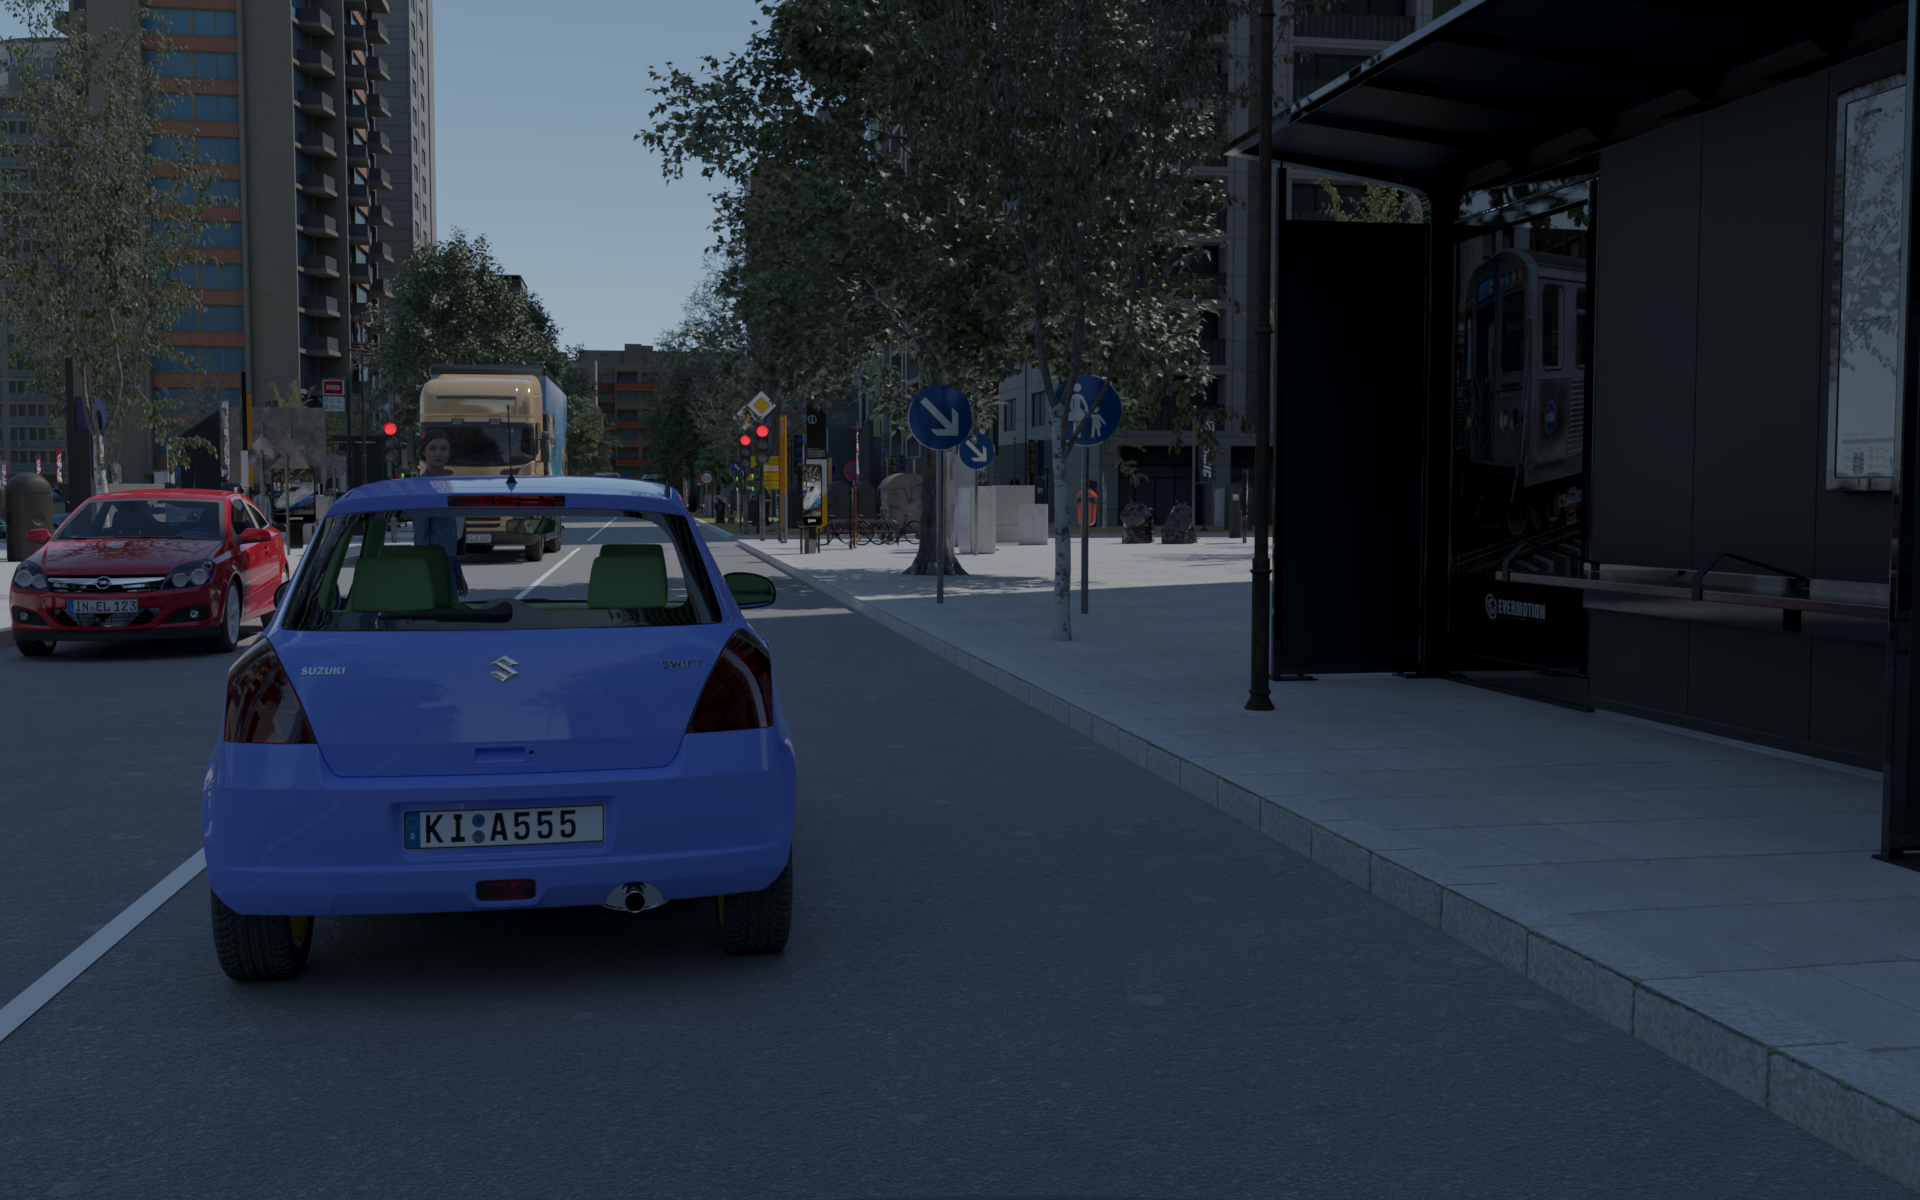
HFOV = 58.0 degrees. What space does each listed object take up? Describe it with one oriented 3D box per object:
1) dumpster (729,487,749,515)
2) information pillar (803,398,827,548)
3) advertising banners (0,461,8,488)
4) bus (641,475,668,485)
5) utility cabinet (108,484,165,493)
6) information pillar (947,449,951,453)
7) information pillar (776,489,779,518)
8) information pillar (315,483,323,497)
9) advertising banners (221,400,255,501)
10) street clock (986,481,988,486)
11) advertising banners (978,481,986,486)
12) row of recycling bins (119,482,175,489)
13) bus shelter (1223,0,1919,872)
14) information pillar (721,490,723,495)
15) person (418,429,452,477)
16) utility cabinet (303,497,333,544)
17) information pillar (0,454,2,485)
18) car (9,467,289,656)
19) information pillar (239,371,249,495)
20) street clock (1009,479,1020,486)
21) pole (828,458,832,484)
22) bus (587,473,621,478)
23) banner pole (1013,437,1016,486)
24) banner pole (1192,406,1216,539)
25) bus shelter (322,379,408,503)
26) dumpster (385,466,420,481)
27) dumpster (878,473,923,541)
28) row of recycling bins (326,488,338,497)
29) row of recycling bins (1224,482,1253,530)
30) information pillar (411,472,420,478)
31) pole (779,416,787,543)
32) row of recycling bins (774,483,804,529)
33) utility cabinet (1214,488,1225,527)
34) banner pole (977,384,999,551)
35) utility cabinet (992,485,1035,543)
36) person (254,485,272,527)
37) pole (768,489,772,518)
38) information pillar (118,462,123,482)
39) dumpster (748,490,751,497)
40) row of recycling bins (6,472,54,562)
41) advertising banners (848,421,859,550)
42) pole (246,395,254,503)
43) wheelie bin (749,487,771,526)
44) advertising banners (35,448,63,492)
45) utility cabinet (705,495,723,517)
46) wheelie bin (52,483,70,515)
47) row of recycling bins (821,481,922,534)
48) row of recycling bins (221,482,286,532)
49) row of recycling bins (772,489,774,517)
[{"bbox_3d":[-13.951,-6.338,109.390,1.264,1.857,1.865,-1,4,-10],"label":"dumpster"},{"bbox_3d":[-3.443,-3.062,41.421,0.504,3.616,0.183,0,4,-2],"label":"information pillar"},{"bbox_3d":[-50.114,-5.724,89.779,2.074,3.025,0.090,1,4,16],"label":"advertising banners"},{"bbox_3d":[-30.204,-10.751,170.633,2.948,3.499,13.247,-1,4,-11],"label":"bus"},{"bbox_3d":[-18.051,-1.787,37.901,0.318,1.500,1.173,3,5,44],"label":"utility cabinet"},{"bbox_3d":[-0.469,-4.829,70.305,0.183,3.616,0.504,-3,4,-38],"label":"information pillar"},{"bbox_3d":[-9.683,-5.418,93.069,0.304,2.012,0.304,3,5,41],"label":"information pillar"},{"bbox_3d":[-25.029,-3.859,67.594,0.304,2.012,0.304,1,4,18],"label":"information pillar"},{"bbox_3d":[-13.347,-2.191,32.008,0.090,3.025,2.074,-3,4,-36],"label":"advertising banners"},{"bbox_3d":[1.393,-5.569,95.628,0.358,2.002,0.471,1,4,11],"label":"street clock"},{"bbox_3d":[1.670,-4.986,77.716,2.074,3.025,0.090,0,4,-4],"label":"advertising banners"},{"bbox_3d":[-28.929,-3.278,60.712,3.534,1.692,1.069,1,4,14],"label":"row of recycling bins"},{"bbox_3d":[3.175,-1.081,8.955,1.731,3.624,6.357,-1,4,-10],"label":"bus shelter"},{"bbox_3d":[-17.662,-8.365,128.123,0.183,3.616,0.504,1,4,20],"label":"information pillar"},{"bbox_3d":[-3.197,-0.117,10.441,0.654,1.822,0.581,1,4,20],"label":"person"},{"bbox_3d":[-16.637,-2.037,44.461,1.020,1.237,0.306,0,4,2],"label":"utility cabinet"},{"bbox_3d":[-56.903,-6.806,102.625,0.504,3.616,0.183,2,4,27],"label":"information pillar"},{"bbox_3d":[-7.731,-0.474,16.794,2.155,1.783,4.494,-1,4,-12],"label":"car"},{"bbox_3d":[-13.736,-2.563,33.257,0.183,3.616,0.504,-2,4,-28],"label":"information pillar"},{"bbox_3d":[2.531,-4.659,80.743,0.471,2.002,0.358,-1,4,-11],"label":"street clock"},{"bbox_3d":[-7.330,-6.350,97.671,0.158,3.312,0.155,0,3,0],"label":"pole"},{"bbox_3d":[-29.958,-9.242,145.959,2.948,3.499,13.247,-1,4,-9],"label":"bus"},{"bbox_3d":[2.391,-5.254,75.912,0.401,3.779,0.863,0,4,1],"label":"banner pole"},{"bbox_3d":[6.880,-3.625,49.281,0.863,3.779,0.401,0,4,3],"label":"banner pole"},{"bbox_3d":[-21.660,-5.242,63.345,2.179,5.291,8.768,-1,4,-10],"label":"bus shelter"},{"bbox_3d":[-18.961,-3.467,59.179,1.502,2.255,1.985,-1,4,-10],"label":"dumpster"},{"bbox_3d":[-1.525,-2.570,47.776,1.264,1.857,1.865,-1,4,-10],"label":"dumpster"},{"bbox_3d":[-41.304,-6.729,117.132,1.069,1.692,3.534,2,4,31],"label":"row of recycling bins"},{"bbox_3d":[10.053,-3.395,62.622,1.069,1.692,3.534,1,4,8],"label":"row of recycling bins"},{"bbox_3d":[-18.066,-3.260,57.801,0.304,2.012,0.304,2,4,35],"label":"information pillar"},{"bbox_3d":[-4.596,-3.132,45.052,0.158,3.312,0.155,0,3,0],"label":"pole"},{"bbox_3d":[-4.959,-3.494,64.235,3.534,1.692,1.069,1,4,20],"label":"row of recycling bins"},{"bbox_3d":[10.162,-3.566,66.985,0.318,1.500,1.173,2,4,28],"label":"utility cabinet"},{"bbox_3d":[0.583,-3.026,39.498,0.401,3.779,0.863,-2,4,-29],"label":"banner pole"},{"bbox_3d":[1.328,-2.215,44.889,1.173,1.500,0.318,-1,4,-19],"label":"utility cabinet"},{"bbox_3d":[-19.260,-2.347,47.869,0.522,1.701,0.512,3,5,44],"label":"person"},{"bbox_3d":[-10.343,-6.136,94.164,0.158,3.312,0.155,0,3,0],"label":"pole"},{"bbox_3d":[-59.082,-7.987,121.948,0.504,3.616,0.183,2,4,32],"label":"information pillar"},{"bbox_3d":[-14.069,-7.279,121.500,1.502,2.255,1.985,-1,4,-10],"label":"dumpster"},{"bbox_3d":[-19.019,-1.558,32.578,3.534,1.692,1.069,-1,4,-20],"label":"row of recycling bins"},{"bbox_3d":[-2.481,-2.725,40.748,0.090,3.025,2.074,0,4,2],"label":"advertising banners"},{"bbox_3d":[-14.701,-2.566,35.799,0.158,3.312,0.155,0,3,0],"label":"pole"},{"bbox_3d":[-8.046,-3.764,69.452,0.693,1.594,0.980,2,4,32],"label":"wheelie bin"},{"bbox_3d":[-34.160,-4.207,64.969,0.090,3.025,2.074,0,4,1],"label":"advertising banners"},{"bbox_3d":[-14.086,-5.379,99.106,1.020,1.237,0.306,0,4,-4],"label":"utility cabinet"},{"bbox_3d":[-26.694,-2.678,51.691,0.693,1.594,0.980,1,4,20],"label":"wheelie bin"},{"bbox_3d":[-2.720,-3.019,56.476,3.534,1.692,1.069,-2,4,-28],"label":"row of recycling bins"},{"bbox_3d":[-24.313,-3.167,58.890,3.534,1.692,1.069,0,4,5],"label":"row of recycling bins"},{"bbox_3d":[-9.797,-5.503,97.083,1.069,1.692,3.534,-2,4,-30],"label":"row of recycling bins"}]
